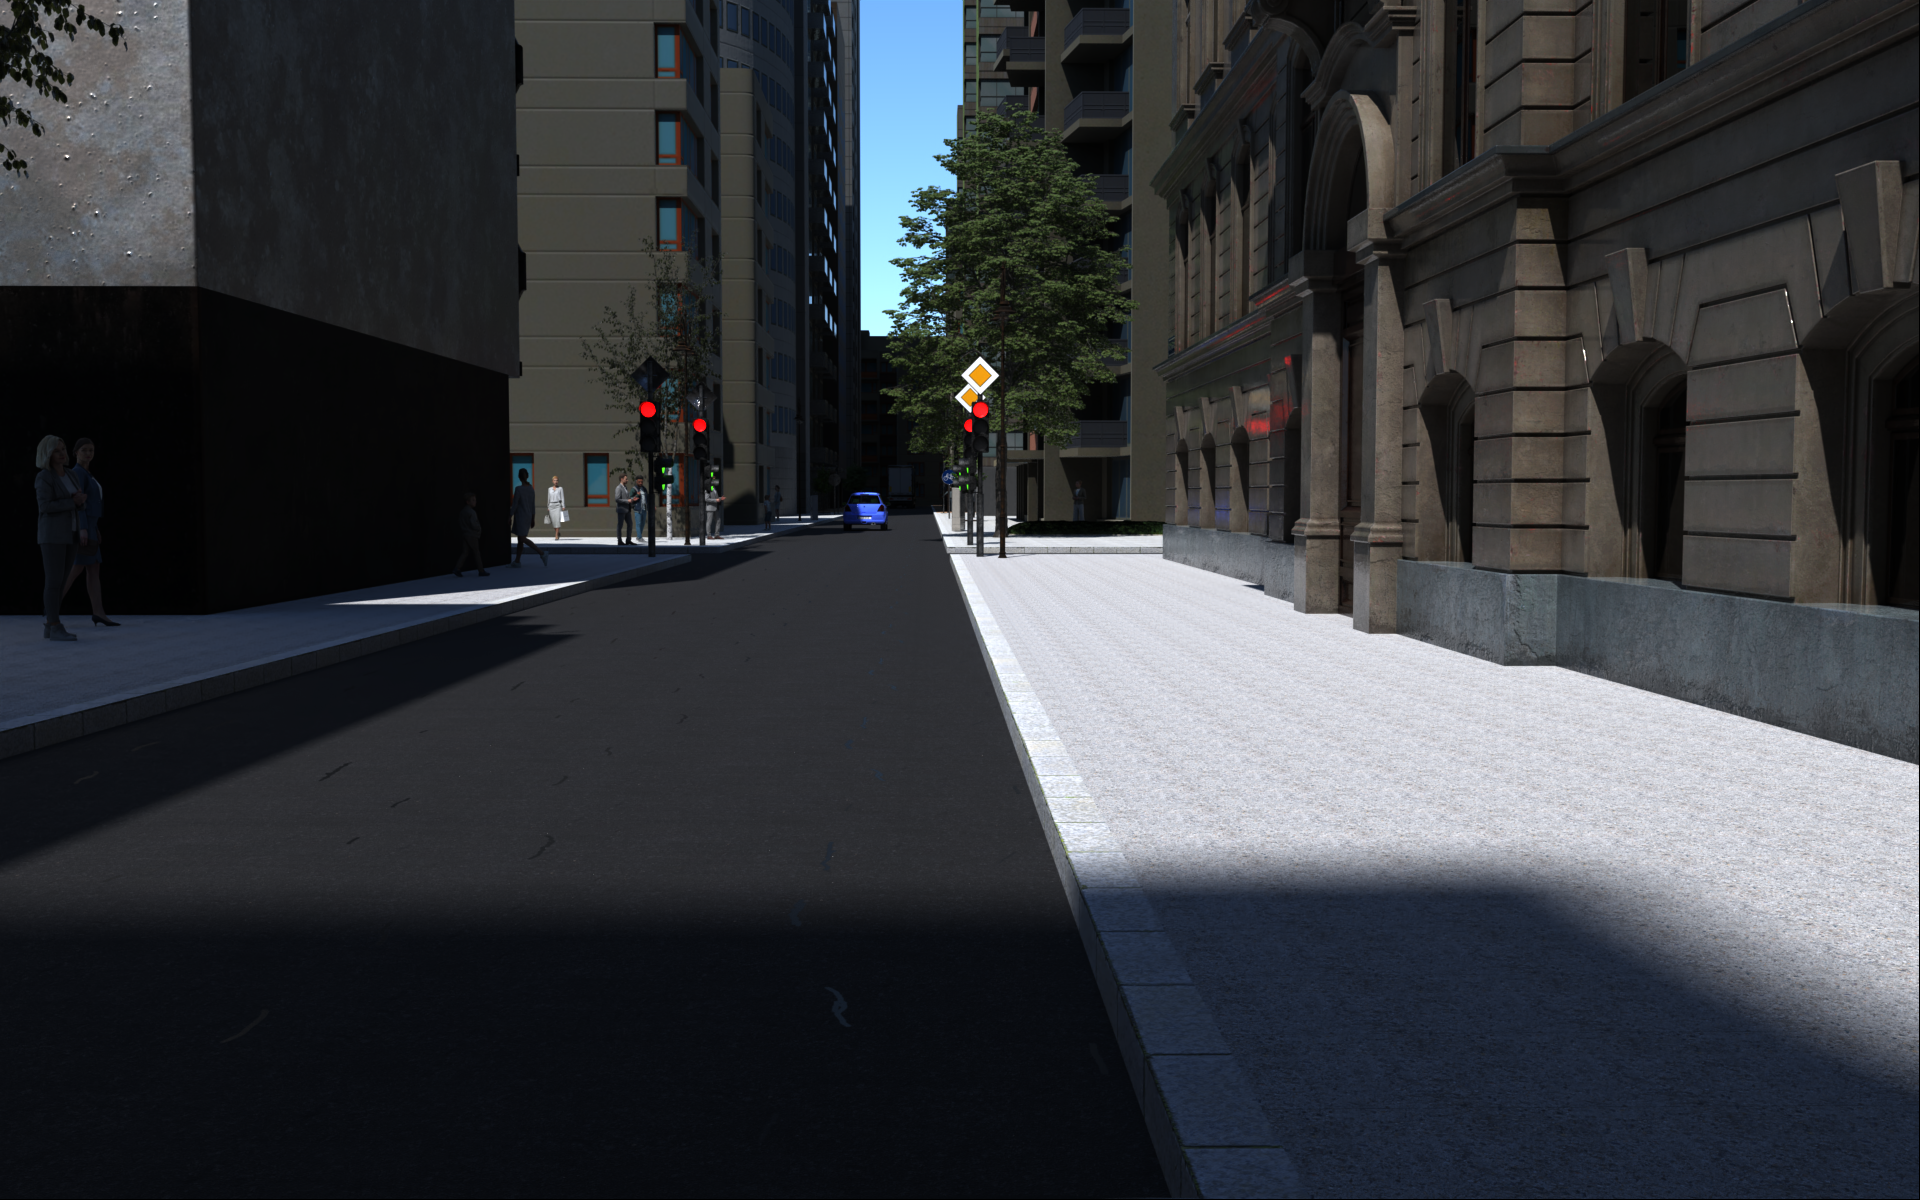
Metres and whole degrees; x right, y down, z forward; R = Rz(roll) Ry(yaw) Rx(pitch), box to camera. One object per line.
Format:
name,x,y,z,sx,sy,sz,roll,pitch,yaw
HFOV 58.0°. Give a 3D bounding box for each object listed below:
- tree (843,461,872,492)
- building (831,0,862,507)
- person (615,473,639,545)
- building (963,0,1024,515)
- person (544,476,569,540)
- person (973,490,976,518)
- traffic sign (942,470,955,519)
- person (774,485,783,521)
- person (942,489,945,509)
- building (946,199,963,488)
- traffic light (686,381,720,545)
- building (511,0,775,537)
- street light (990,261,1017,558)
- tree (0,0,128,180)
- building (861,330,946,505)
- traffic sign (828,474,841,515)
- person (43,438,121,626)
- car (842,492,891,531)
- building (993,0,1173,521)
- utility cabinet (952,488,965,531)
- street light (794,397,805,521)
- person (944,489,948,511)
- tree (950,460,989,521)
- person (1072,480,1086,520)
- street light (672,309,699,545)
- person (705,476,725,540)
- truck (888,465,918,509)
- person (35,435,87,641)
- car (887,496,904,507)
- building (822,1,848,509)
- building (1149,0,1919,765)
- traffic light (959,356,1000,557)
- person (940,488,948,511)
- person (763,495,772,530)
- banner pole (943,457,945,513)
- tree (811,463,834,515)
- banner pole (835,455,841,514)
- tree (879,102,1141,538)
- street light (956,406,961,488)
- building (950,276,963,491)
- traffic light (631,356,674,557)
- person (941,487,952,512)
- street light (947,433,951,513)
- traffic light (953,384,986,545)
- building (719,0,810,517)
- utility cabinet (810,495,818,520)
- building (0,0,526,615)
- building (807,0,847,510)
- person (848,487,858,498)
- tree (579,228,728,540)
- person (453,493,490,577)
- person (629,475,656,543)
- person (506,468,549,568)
tree,-10.363,-11.445,170.835,4.285,4.588,4.351,0,3,0
building,-21.073,-45.469,181.677,20.611,71.187,20.563,0,4,-1
person,-8.369,-2.278,43.483,0.583,1.804,0.606,1,4,9
building,7.192,-27.209,128.469,14.154,41.232,14.086,0,4,-1
person,-11.196,-2.556,48.188,0.694,1.780,0.624,1,4,23
person,0.644,-5.380,94.186,0.473,1.802,0.592,2,4,27
traffic sign,-0.556,-5.504,90.088,0.768,2.556,0.104,0,4,5
person,-8.596,-4.554,81.509,0.522,1.701,0.512,-2,4,-31
person,-1.424,-8.970,152.799,0.705,1.812,1.348,-1,4,-10
building,5.574,-24.467,171.737,14.160,30.474,14.107,0,4,-1
traffic light,-6.422,-3.320,43.196,0.839,4.253,0.868,0,4,-1
building,-22.093,-13.446,64.876,27.650,21.520,28.899,0,4,-1
street light,0.854,-3.779,34.582,0.468,5.910,1.993,0,4,-1
tree,-7.528,-3.750,11.675,4.360,8.622,3.978,0,3,0
building,-13.149,-22.739,216.816,28.899,21.520,27.650,0,4,-1
traffic sign,-7.800,-6.574,107.590,0.768,2.556,0.104,0,4,6
person,-8.494,-0.651,16.717,0.654,1.822,0.581,0,4,-2
car,-3.734,-3.619,68.755,1.945,1.707,3.694,0,4,-1
building,12.721,-25.666,74.259,22.147,44.769,28.867,0,4,-1
utility cabinet,-0.040,-3.126,59.792,0.318,1.500,1.173,1,4,8
street light,-7.648,-6.711,82.511,0.468,5.910,1.993,0,4,-1
person,-0.925,-7.366,127.942,0.593,1.643,0.415,3,5,40
tree,0.265,-5.359,82.217,1.663,3.219,1.824,0,3,0
person,4.008,-3.189,58.730,0.519,1.759,0.362,3,4,39
street light,-6.859,-4.321,43.432,0.468,5.910,1.993,0,4,-1
person,-6.897,-2.602,48.791,0.583,1.804,0.606,1,4,13
truck,-5.788,-11.355,174.566,2.839,4.237,11.283,0,4,0
person,-7.921,-0.559,15.359,0.526,1.800,0.537,1,4,18
car,-6.894,-10.882,186.718,1.959,1.807,4.718,0,4,-2
building,-17.544,-30.947,156.089,14.600,45.320,14.200,0,4,-1
building,9.507,-12.096,16.861,14.460,24.649,34.723,0,4,-1
traffic light,0.392,-2.840,35.357,0.839,4.253,0.868,0,4,-1
person,-1.047,-7.834,134.852,1.217,1.735,0.721,-3,5,-42
person,-6.812,-3.083,61.126,0.332,1.250,0.352,-2,4,-23
banner pole,-1.051,-7.668,115.389,0.401,3.779,0.863,-1,4,-9
tree,-9.203,-7.532,117.754,1.663,3.219,1.824,0,3,0
banner pole,-7.963,-7.478,112.288,0.401,3.779,0.863,-1,4,-17
tree,1.641,-8.115,50.802,7.486,12.596,7.792,0,3,0
street light,-0.053,-6.499,79.050,0.468,5.910,1.993,0,4,-1
building,13.187,-18.691,150.643,27.650,21.520,28.899,0,4,-1
traffic light,-6.267,-2.831,35.213,0.839,4.253,0.868,0,4,-1
person,-0.703,-7.248,124.627,1.350,1.814,0.705,-1,4,-10
street light,-0.797,-8.889,118.130,0.468,5.910,1.993,0,4,-1
traffic light,0.238,-3.328,43.341,0.839,4.253,0.868,0,4,-1
building,-20.273,-34.145,100.276,21.231,58.520,28.212,0,4,-1
utility cabinet,-7.214,-4.552,85.594,0.306,1.237,1.020,-1,4,-10
building,-16.496,-9.693,25.941,16.811,18.784,16.820,0,4,-1
building,-21.100,-31.428,133.460,23.786,49.044,30.456,0,4,-1
person,-9.347,-9.059,153.791,1.348,1.869,0.705,-2,4,-35
tree,-8.240,-5.983,48.189,4.360,8.622,3.978,0,3,0
person,-7.604,-1.010,26.835,0.475,1.303,0.640,2,4,34
person,-8.429,-2.399,45.619,0.721,1.781,0.623,2,4,26
person,-7.554,-1.431,30.192,0.760,1.731,0.466,0,4,-4
